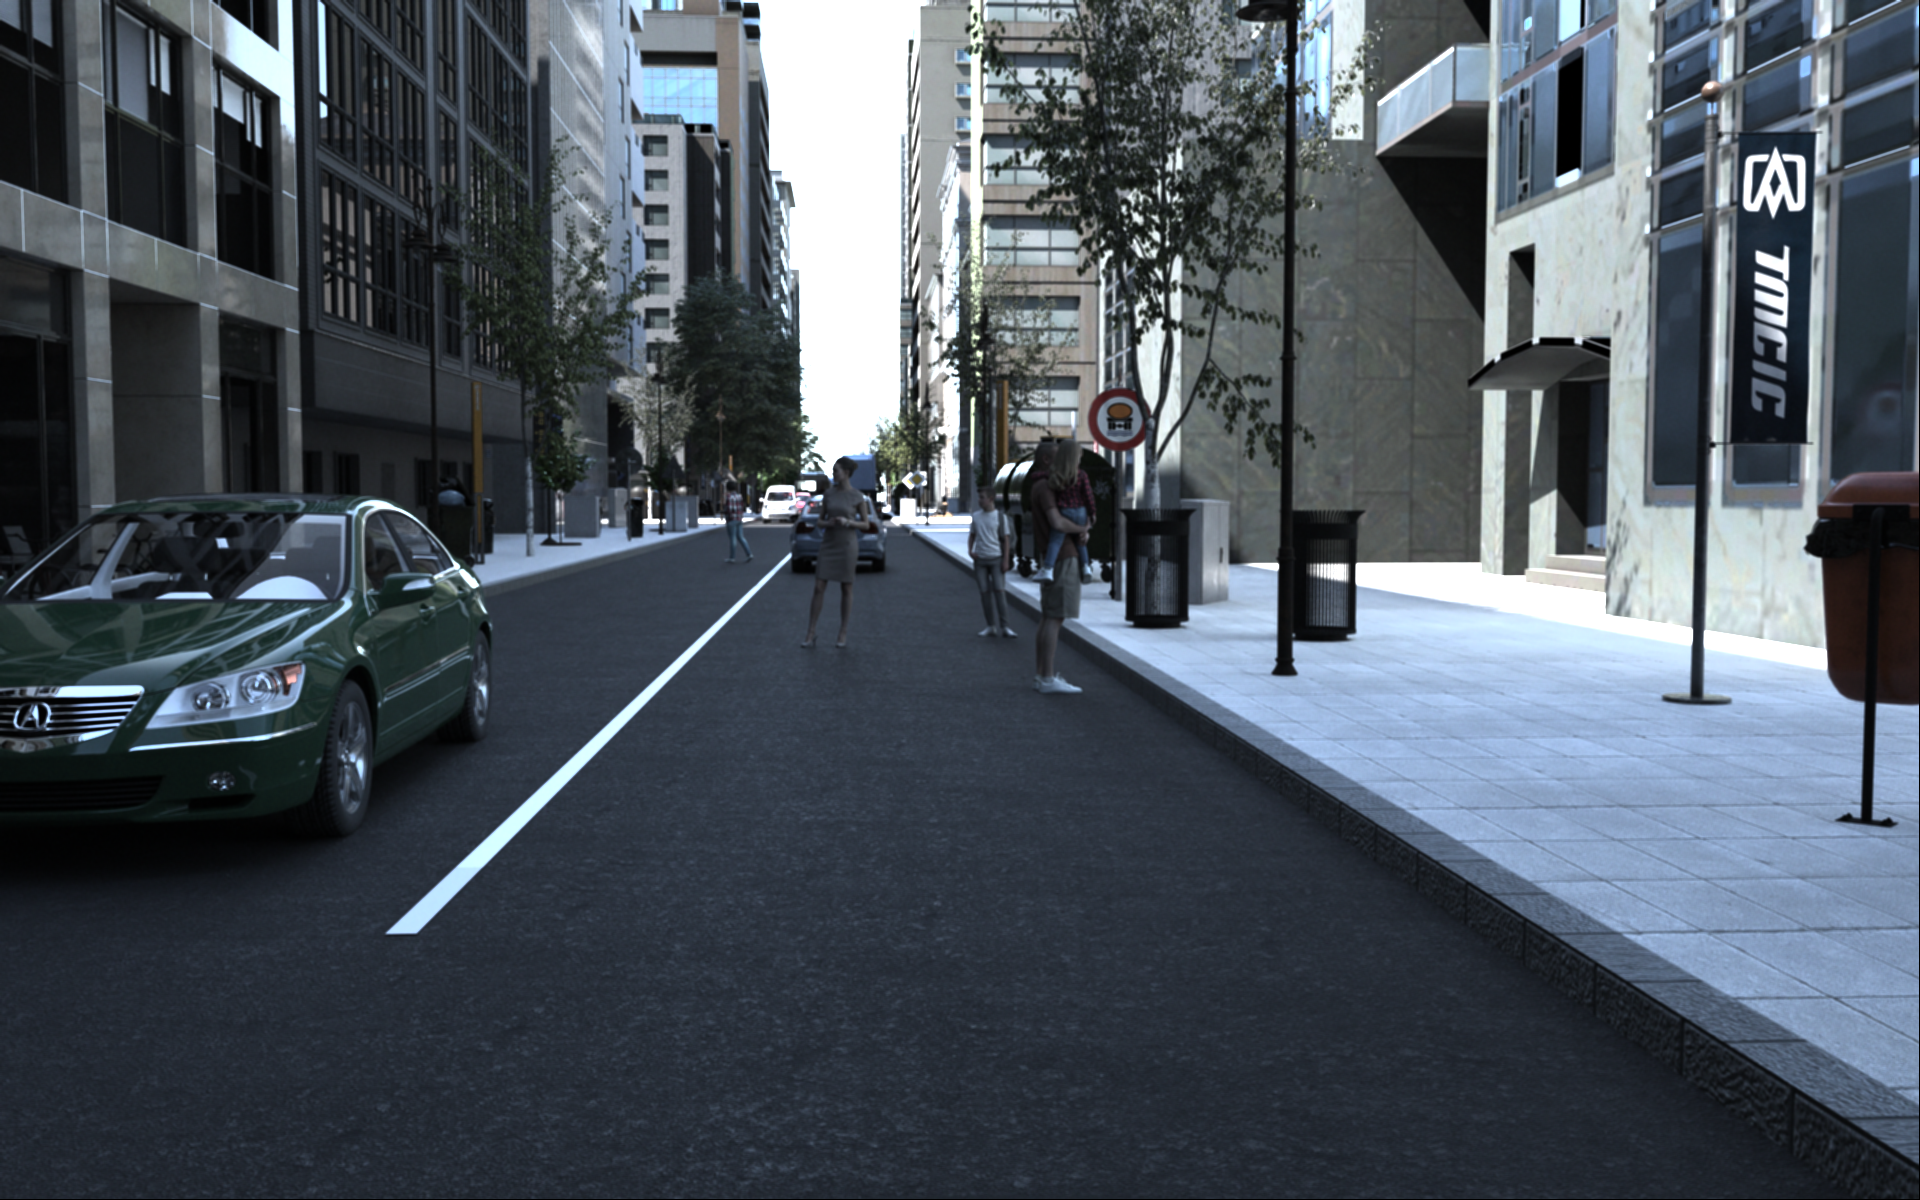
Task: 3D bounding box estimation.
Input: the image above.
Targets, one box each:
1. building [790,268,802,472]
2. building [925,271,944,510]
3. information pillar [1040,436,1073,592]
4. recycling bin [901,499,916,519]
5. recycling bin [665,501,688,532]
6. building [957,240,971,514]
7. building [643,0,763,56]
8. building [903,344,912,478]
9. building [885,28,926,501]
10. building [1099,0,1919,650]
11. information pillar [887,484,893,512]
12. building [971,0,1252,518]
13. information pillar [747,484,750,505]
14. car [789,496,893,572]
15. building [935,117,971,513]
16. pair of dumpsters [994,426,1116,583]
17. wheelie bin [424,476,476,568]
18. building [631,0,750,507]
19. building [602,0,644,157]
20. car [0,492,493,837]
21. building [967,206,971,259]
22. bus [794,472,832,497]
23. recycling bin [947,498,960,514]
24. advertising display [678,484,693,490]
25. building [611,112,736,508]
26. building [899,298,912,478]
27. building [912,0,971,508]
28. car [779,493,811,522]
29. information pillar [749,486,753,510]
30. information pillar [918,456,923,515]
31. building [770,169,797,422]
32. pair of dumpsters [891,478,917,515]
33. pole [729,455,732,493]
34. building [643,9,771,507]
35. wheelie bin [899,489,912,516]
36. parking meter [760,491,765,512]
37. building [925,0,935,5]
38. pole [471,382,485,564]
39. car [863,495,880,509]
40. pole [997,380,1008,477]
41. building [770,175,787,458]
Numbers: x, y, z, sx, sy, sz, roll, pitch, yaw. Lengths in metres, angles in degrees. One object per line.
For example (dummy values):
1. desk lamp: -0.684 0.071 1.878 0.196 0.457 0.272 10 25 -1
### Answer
1. building: -35.168 -37.985 304.651 14.154 41.232 14.086 0 4 -4
2. building: 2.297 -18.124 145.476 9.793 20.994 18.267 0 4 -4
3. information pillar: 1.225 -1.072 22.019 0.304 2.012 0.304 -2 4 -33
4. recycling bin: -2.686 -4.758 90.349 0.722 1.027 0.722 0 4 6
5. recycling bin: -9.615 -2.825 58.749 0.722 1.027 0.722 0 4 -6
6. building: 5.654 -14.815 106.845 10.561 19.102 19.286 0 4 -4
7. building: -32.949 -54.485 203.497 22.319 86.520 31.000 0 4 -4
8. building: 7.187 -22.577 214.175 27.650 21.520 28.899 0 4 -4
9. building: -1.557 -60.228 297.406 22.319 86.520 31.000 0 4 -4
10. building: 15.461 -43.553 24.772 22.319 86.520 31.000 0 4 -4
11. information pillar: -5.132 -7.513 127.322 0.304 2.012 0.304 -3 5 -41
12. building: 7.286 -23.088 61.083 14.154 41.232 14.086 0 4 -4
13. information pillar: -17.507 -9.358 144.365 0.504 3.616 0.183 2 4 29
14. car: -2.301 -1.304 33.318 2.014 1.417 4.499 0 4 -2
15. building: 5.446 -20.816 126.241 13.634 28.700 20.117 0 4 -4
16. pair of dumpsters: 1.482 -1.502 27.057 1.574 2.255 4.437 0 4 -4
17. wheelie bin: -8.731 -1.331 29.670 0.693 1.594 0.980 -3 5 -42
18. building: -26.831 -31.216 160.493 14.600 45.320 14.200 0 4 -4
19. building: -32.508 -31.047 96.858 28.713 52.752 27.495 0 4 -4
20. car: -3.575 0.191 8.676 2.131 1.459 4.920 0 4 -5
21. building: 12.749 -15.142 89.367 24.055 21.916 13.314 0 4 -4
22. bus: -12.005 -8.985 141.764 2.948 3.499 13.247 0 4 -5
23. recycling bin: -0.418 -6.120 112.611 0.722 1.027 0.722 1 4 10
24. advertising display: -17.699 -6.519 111.803 0.974 1.923 0.123 1 4 12
25. building: -24.986 -22.210 134.831 14.160 30.474 14.107 0 4 -4
26. building: -2.010 -29.573 255.220 14.160 30.474 14.107 0 4 -4
27. building: 6.348 -33.256 167.438 21.300 48.544 21.600 0 4 -4
28. car: -8.466 -4.972 90.325 2.155 1.783 4.494 0 4 -2
29. information pillar: -17.010 -8.372 141.370 0.304 2.012 0.304 0 4 0
30. information pillar: -2.385 -7.064 106.859 0.183 3.616 0.504 -2 4 -27
31. building: -41.294 -42.424 282.871 28.713 52.752 27.495 0 4 -4
32. pair of dumpsters: -3.348 -6.288 105.296 1.574 2.255 4.437 0 4 -4
33. pole: -12.099 -5.969 91.435 0.158 3.312 0.155 0 3 0
34. building: -30.659 -33.927 178.404 21.300 48.544 21.600 0 4 -4
35. wheelie bin: -3.074 -5.538 98.450 0.693 1.594 0.980 -1 4 -19
36. parking meter: -14.214 -7.121 124.836 0.372 1.533 0.369 0 3 0
37. building: 4.664 -45.841 187.749 20.563 71.187 20.611 0 4 -4
38. pole: -8.797 -2.309 31.588 0.158 3.312 0.155 0 3 0
39. car: -3.750 -2.830 58.061 2.131 1.459 4.920 0 4 -3
40. pole: 0.764 -2.281 31.132 0.158 3.312 0.155 0 3 0
41. building: -36.902 -38.810 254.152 23.786 49.044 30.456 0 4 -4
